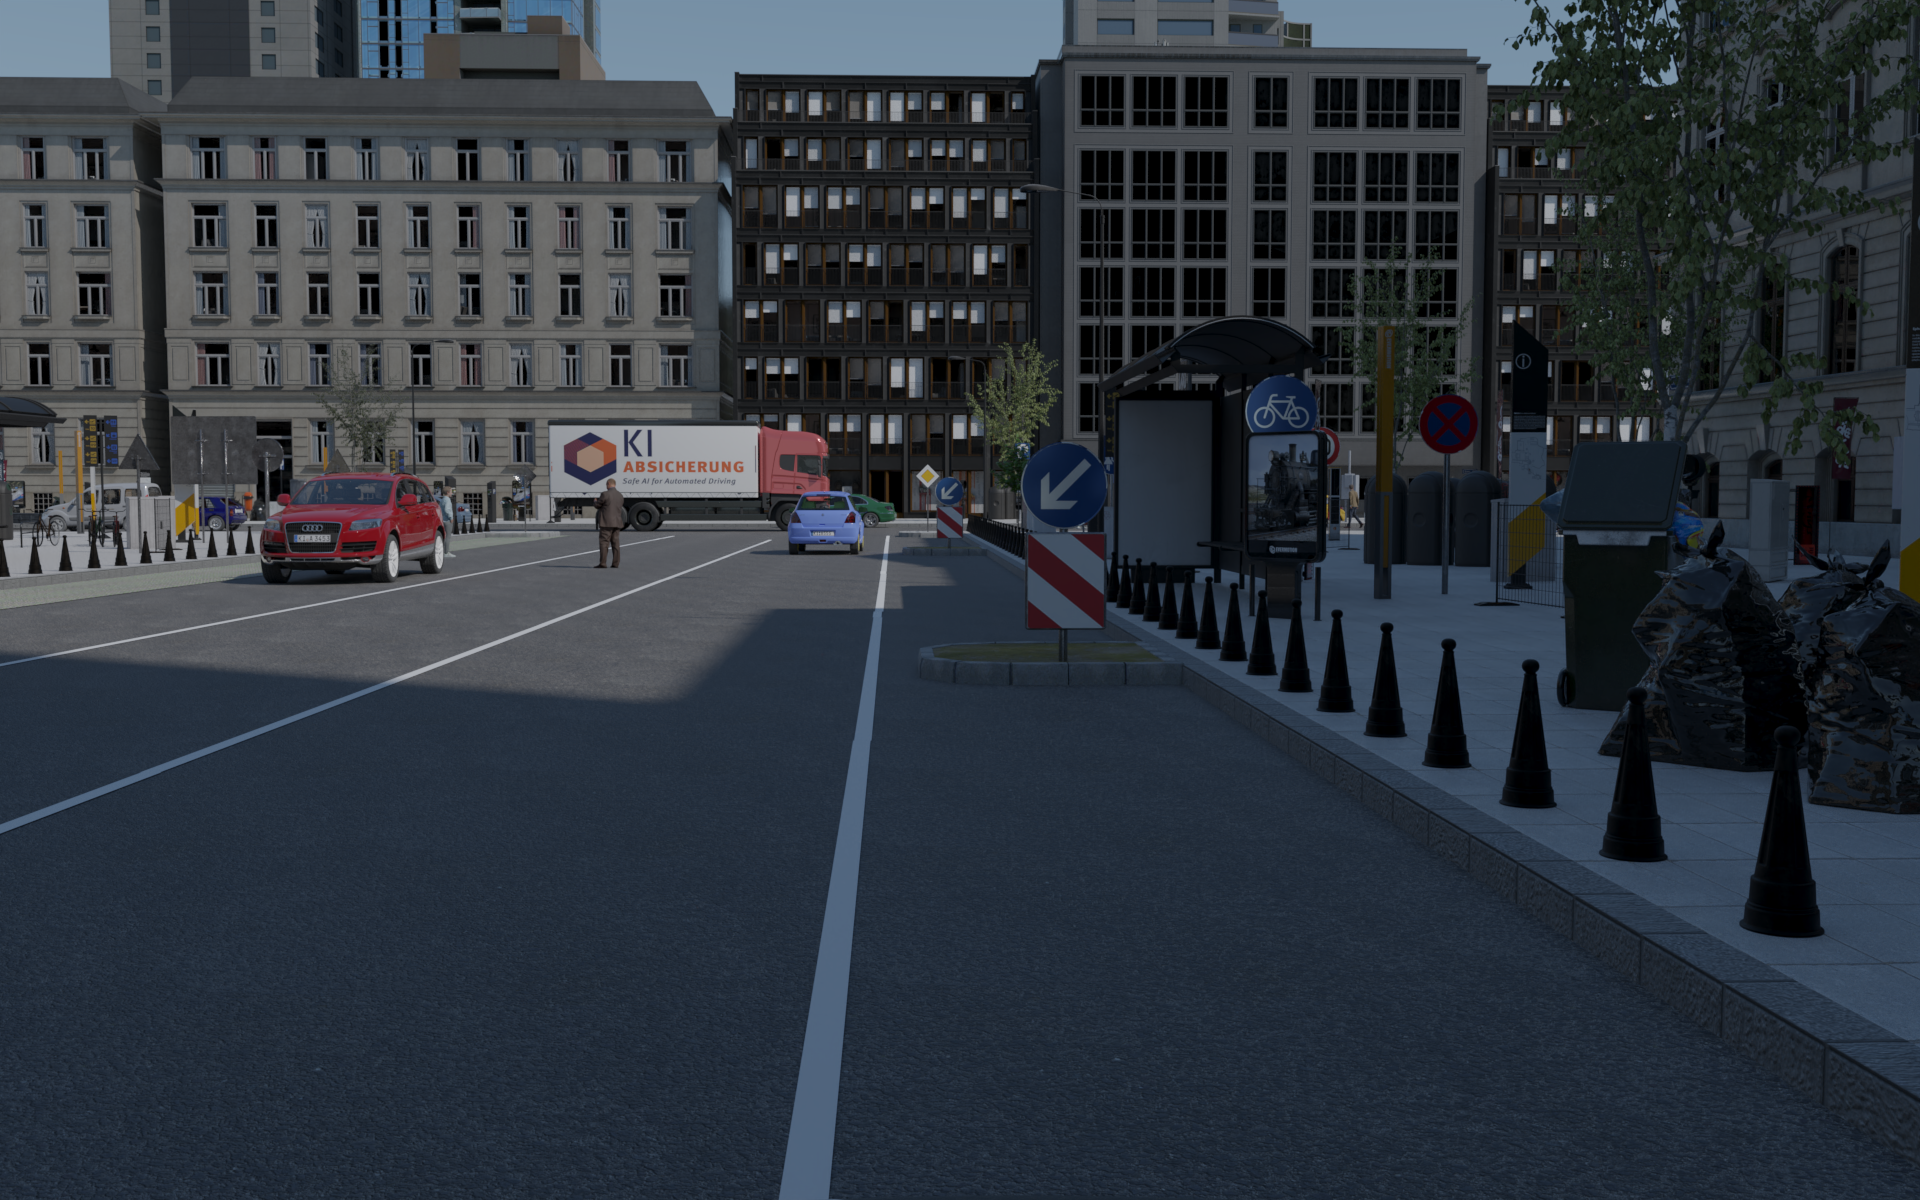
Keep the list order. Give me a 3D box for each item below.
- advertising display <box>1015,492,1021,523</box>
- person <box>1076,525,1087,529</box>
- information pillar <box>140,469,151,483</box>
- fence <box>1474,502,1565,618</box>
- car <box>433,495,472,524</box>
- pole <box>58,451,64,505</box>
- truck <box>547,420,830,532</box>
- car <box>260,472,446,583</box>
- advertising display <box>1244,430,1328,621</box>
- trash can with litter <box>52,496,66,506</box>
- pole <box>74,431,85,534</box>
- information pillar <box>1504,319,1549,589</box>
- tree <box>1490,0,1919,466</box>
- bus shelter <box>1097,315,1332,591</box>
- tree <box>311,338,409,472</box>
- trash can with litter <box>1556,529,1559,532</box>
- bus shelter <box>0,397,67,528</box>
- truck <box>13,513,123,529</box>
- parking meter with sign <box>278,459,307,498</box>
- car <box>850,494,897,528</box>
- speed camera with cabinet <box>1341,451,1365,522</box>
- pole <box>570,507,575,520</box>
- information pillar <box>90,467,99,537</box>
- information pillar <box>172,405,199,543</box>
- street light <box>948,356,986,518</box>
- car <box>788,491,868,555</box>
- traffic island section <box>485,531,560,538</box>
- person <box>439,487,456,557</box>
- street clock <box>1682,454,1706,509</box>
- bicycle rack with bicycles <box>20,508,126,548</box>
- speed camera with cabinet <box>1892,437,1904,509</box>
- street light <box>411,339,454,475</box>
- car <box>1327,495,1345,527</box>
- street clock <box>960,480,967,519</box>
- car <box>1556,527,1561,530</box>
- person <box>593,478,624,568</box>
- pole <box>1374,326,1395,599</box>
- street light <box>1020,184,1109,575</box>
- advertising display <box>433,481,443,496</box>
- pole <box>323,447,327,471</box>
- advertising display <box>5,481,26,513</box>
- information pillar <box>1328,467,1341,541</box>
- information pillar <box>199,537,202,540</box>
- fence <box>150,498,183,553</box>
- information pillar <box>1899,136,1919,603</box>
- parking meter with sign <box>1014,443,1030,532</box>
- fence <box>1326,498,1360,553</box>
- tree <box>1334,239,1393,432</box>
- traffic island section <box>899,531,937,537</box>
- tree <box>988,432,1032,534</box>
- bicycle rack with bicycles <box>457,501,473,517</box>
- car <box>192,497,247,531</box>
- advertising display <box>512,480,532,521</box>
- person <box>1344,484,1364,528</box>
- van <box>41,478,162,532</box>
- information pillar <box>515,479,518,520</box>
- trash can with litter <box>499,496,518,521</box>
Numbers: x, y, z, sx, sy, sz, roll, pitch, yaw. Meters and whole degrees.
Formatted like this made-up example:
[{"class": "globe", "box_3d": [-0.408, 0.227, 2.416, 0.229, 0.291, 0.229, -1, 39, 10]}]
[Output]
[{"class": "advertising display", "box_3d": [2.903, -4.356, 76.428, 0.974, 1.923, 0.123, 2, 4, 26]}, {"class": "person", "box_3d": [5.033, -3.816, 71.610, 0.376, 1.734, 0.841, 3, 5, 42]}, {"class": "information pillar", "box_3d": [-41.059, -5.866, 87.265, 0.504, 3.616, 0.183, -2, 4, -34]}, {"class": "fence", "box_3d": [6.314, -0.467, 18.846, 0.480, 1.192, 2.264, 0, 4, -8]}, {"class": "car", "box_3d": [-22.153, -3.565, 70.297, 4.499, 1.417, 2.014, 0, 4, -1]}, {"class": "pole", "box_3d": [-42.154, -5.345, 81.229, 0.158, 3.312, 0.155, 0, 3, 0]}, {"class": "truck", "box_3d": [-10.014, -4.771, 66.925, 11.283, 4.237, 2.839, 0, 4, -4]}, {"class": "car", "box_3d": [-10.267, -1.279, 29.592, 2.281, 1.827, 5.304, 0, 4, -4]}, {"class": "advertising display", "box_3d": [3.340, -0.770, 17.803, 0.123, 1.923, 0.974, -3, 5, -41]}, {"class": "trash can with litter", "box_3d": [-45.097, -4.636, 87.179, 1.055, 1.170, 0.624, 0, 4, 5]}, {"class": "pole", "box_3d": [-28.366, -3.788, 55.782, 0.158, 3.312, 0.155, 0, 3, 0]}, {"class": "information pillar", "box_3d": [7.632, -1.955, 23.319, 0.504, 3.616, 0.183, 0, 4, 2]}, {"class": "tree", "box_3d": [6.330, -3.947, 14.903, 4.737, 8.622, 4.395, 0, 3, 0]}, {"class": "bus shelter", "box_3d": [3.093, -1.742, 22.398, 2.014, 3.302, 5.546, 0, 4, -2]}, {"class": "tree", "box_3d": [-28.705, -8.104, 82.866, 4.360, 8.622, 3.978, 0, 3, 0]}, {"class": "trash can with litter", "box_3d": [20.424, -2.893, 58.353, 1.678, 1.210, 2.233, -3, 5, -40]}, {"class": "bus shelter", "box_3d": [-19.684, -2.433, 33.706, 2.014, 3.302, 5.546, 0, 4, -2]}, {"class": "truck", "box_3d": [-41.749, -4.954, 70.759, 18.799, 4.110, 2.967, 0, 4, -2]}, {"class": "parking meter with sign", "box_3d": [-32.573, -5.446, 85.301, 1.738, 3.016, 0.543, 0, 4, -2]}, {"class": "car", "box_3d": [-5.177, -3.820, 74.248, 4.920, 1.459, 2.131, 0, 4, -1]}, {"class": "speed camera with cabinet", "box_3d": [18.399, -5.155, 78.627, 2.038, 3.252, 0.660, 2, 4, 28]}, {"class": "pole", "box_3d": [-19.016, -5.571, 84.936, 0.158, 3.312, 0.155, 0, 3, 0]}, {"class": "information pillar", "box_3d": [-25.788, -3.679, 51.507, 0.183, 3.616, 0.504, -1, 4, -22]}, {"class": "information pillar", "box_3d": [-20.445, -3.318, 45.597, 0.504, 3.616, 0.183, -1, 4, -13]}, {"class": "street light", "box_3d": [0.301, -5.261, 58.553, 1.470, 5.913, 1.316, 0, 4, -2]}, {"class": "car", "box_3d": [-3.233, -1.995, 42.212, 1.945, 1.707, 3.694, 0, 4, -1]}, {"class": "traffic island section", "box_3d": [-14.599, -2.191, 58.111, 2.009, 0.180, 2.903, 0, 4, -2]}, {"class": "person", "box_3d": [-11.638, -1.773, 39.293, 0.330, 1.601, 0.589, -2, 4, -26]}, {"class": "street clock", "box_3d": [13.267, -1.647, 31.499, 0.358, 2.002, 0.471, -3, 5, -40]}, {"class": "bicycle rack with bicycles", "box_3d": [-21.733, -1.788, 42.614, 2.852, 0.926, 2.925, -1, 4, -15]}, {"class": "speed camera with cabinet", "box_3d": [15.185, -1.938, 26.024, 2.038, 3.252, 0.660, 0, 4, 2]}, {"class": "street light", "box_3d": [-15.857, -4.861, 52.011, 1.470, 5.913, 1.316, 0, 4, -2]}, {"class": "car", "box_3d": [14.603, -3.957, 74.915, 3.980, 1.641, 2.015, 0, 4, -3]}, {"class": "street clock", "box_3d": [0.158, -5.178, 89.231, 0.358, 2.002, 0.471, 2, 4, 25]}, {"class": "car", "box_3d": [24.818, -3.362, 66.977, 4.499, 1.417, 2.014, 0, 4, -1]}, {"class": "person", "box_3d": [-6.841, -1.491, 33.571, 0.600, 1.739, 0.565, 1, 4, 11]}, {"class": "pole", "box_3d": [5.175, -1.668, 21.118, 0.158, 3.312, 0.155, 0, 3, 0]}, {"class": "street light", "box_3d": [1.597, -3.280, 26.167, 1.470, 5.913, 1.316, 0, 4, -2]}, {"class": "advertising display", "box_3d": [-25.424, -4.847, 84.456, 0.123, 1.923, 0.974, -3, 4, -38]}, {"class": "pole", "box_3d": [-27.776, -5.017, 75.877, 0.158, 3.312, 0.155, 0, 3, 0]}, {"class": "advertising display", "box_3d": [-45.134, -4.744, 82.779, 0.974, 1.923, 0.123, 1, 4, 9]}, {"class": "information pillar", "box_3d": [10.322, -2.647, 47.764, 0.304, 2.012, 0.304, 0, 4, 3]}, {"class": "information pillar", "box_3d": [-21.313, -3.476, 48.182, 0.183, 3.616, 0.504, -3, 5, -39]}, {"class": "fence", "box_3d": [-17.751, -1.674, 38.570, 0.480, 1.192, 2.264, -1, 4, -16]}, {"class": "information pillar", "box_3d": [6.456, -1.224, 11.375, 0.504, 3.616, 0.183, 2, 4, 26]}, {"class": "parking meter with sign", "box_3d": [2.419, -3.807, 58.511, 0.543, 3.016, 1.738, -1, 4, -21]}, {"class": "fence", "box_3d": [8.401, -1.697, 38.947, 0.480, 1.192, 2.264, 2, 4, 32]}, {"class": "tree", "box_3d": [12.904, -6.129, 50.578, 4.737, 8.622, 4.395, 0, 3, 0]}, {"class": "traffic island section", "box_3d": [-1.068, -2.223, 58.627, 2.009, 0.180, 2.903, 0, 4, -2]}, {"class": "tree", "box_3d": [1.715, -3.674, 54.672, 1.663, 3.219, 1.824, 0, 3, 0]}, {"class": "bicycle rack with bicycles", "box_3d": [-25.798, -4.538, 87.581, 2.852, 0.926, 2.925, -1, 4, -21]}, {"class": "car", "box_3d": [-30.024, -3.362, 67.541, 3.894, 1.354, 1.945, 0, 4, -2]}, {"class": "advertising display", "box_3d": [-20.580, -4.658, 81.365, 0.974, 1.923, 0.123, 1, 4, 18]}, {"class": "person", "box_3d": [16.556, -3.939, 72.819, 0.836, 1.842, 0.656, 1, 4, 14]}, {"class": "van", "box_3d": [-31.818, -3.501, 64.259, 4.112, 2.044, 2.013, 0, 4, -3]}, {"class": "information pillar", "box_3d": [-21.621, -4.919, 84.914, 0.304, 2.012, 0.304, 0, 4, -5]}, {"class": "trash can with litter", "box_3d": [-21.609, -4.377, 82.952, 0.624, 1.170, 1.055, 0, 4, 7]}]
